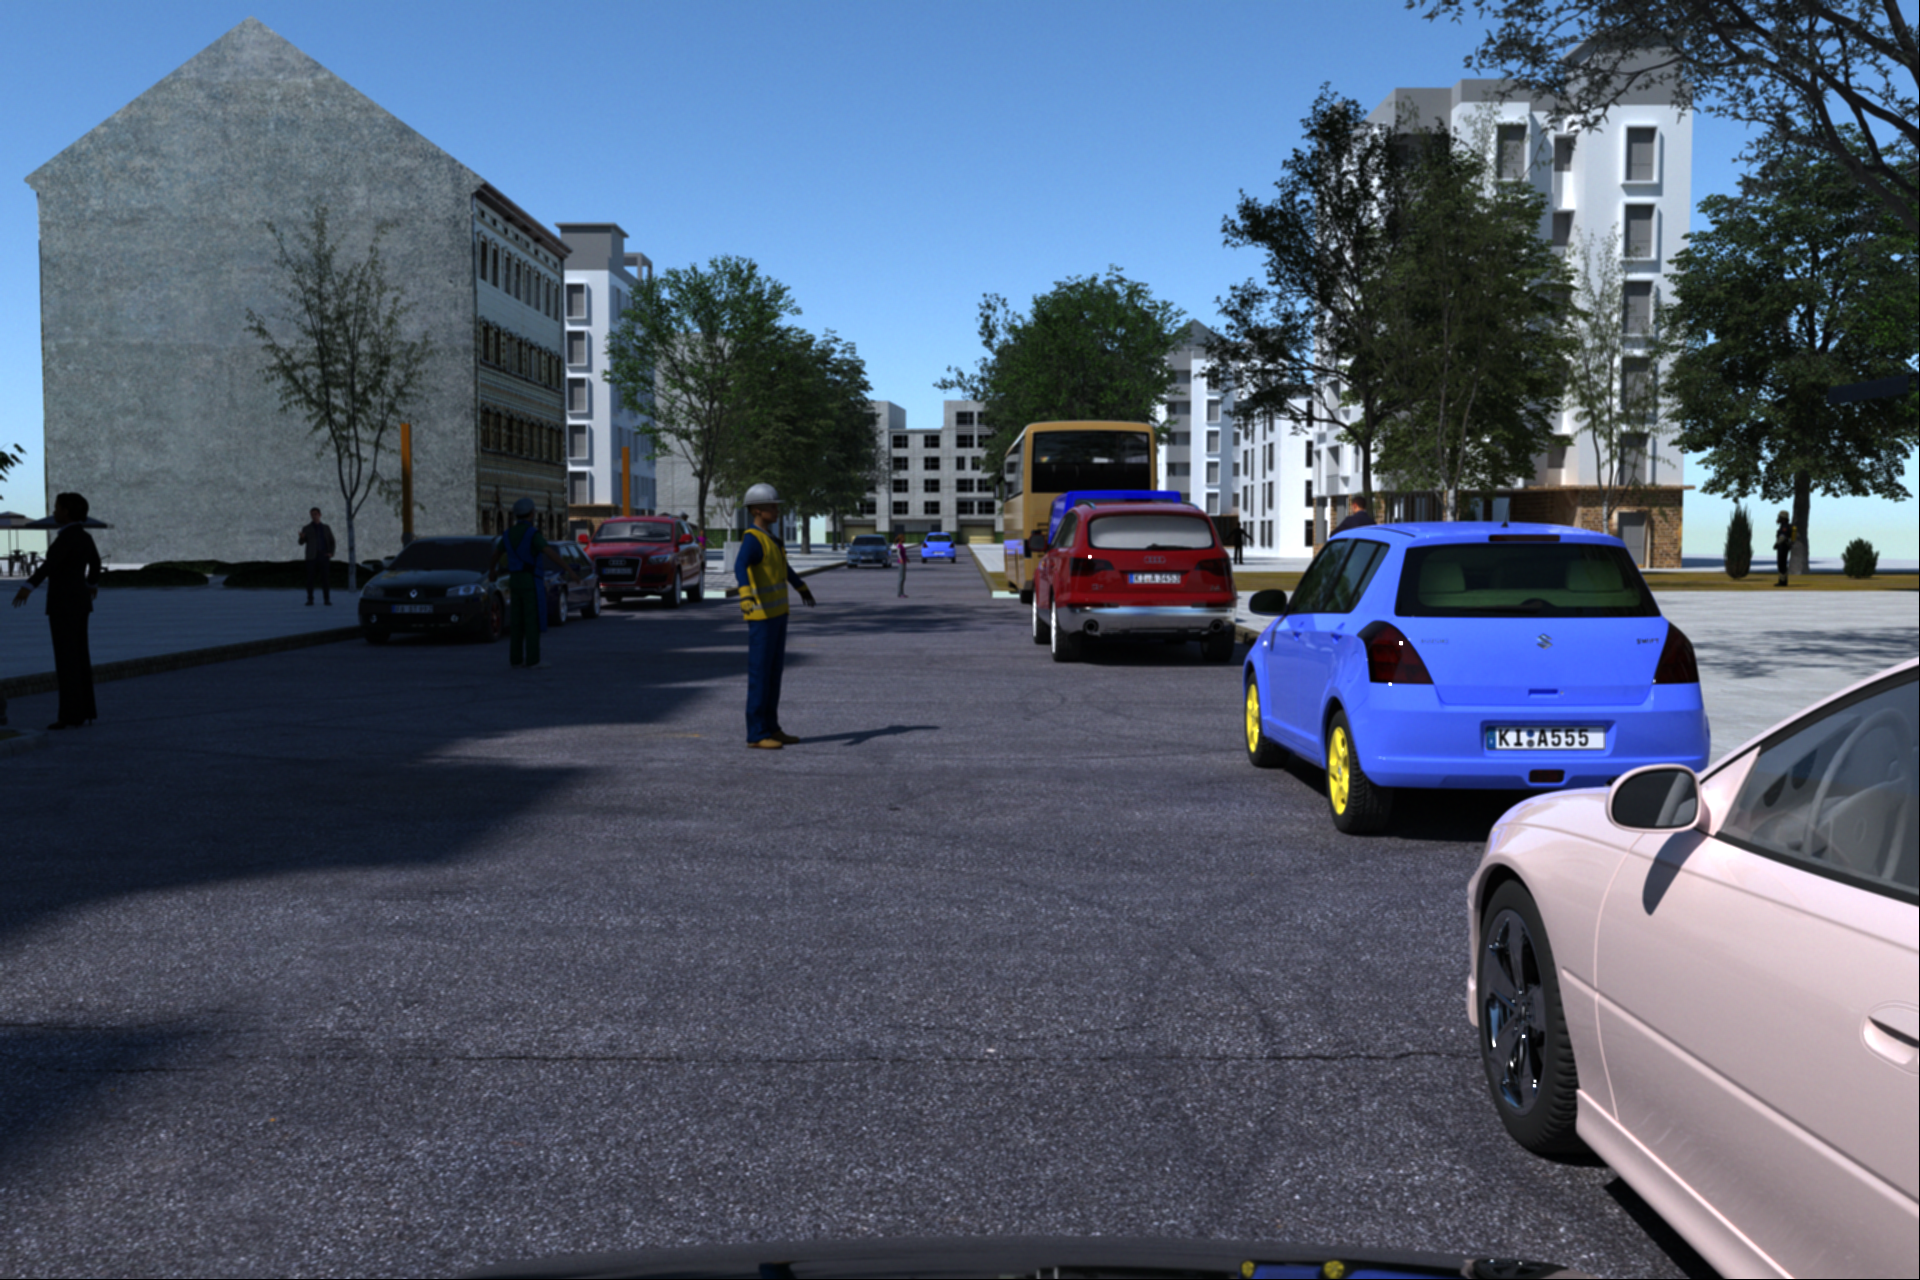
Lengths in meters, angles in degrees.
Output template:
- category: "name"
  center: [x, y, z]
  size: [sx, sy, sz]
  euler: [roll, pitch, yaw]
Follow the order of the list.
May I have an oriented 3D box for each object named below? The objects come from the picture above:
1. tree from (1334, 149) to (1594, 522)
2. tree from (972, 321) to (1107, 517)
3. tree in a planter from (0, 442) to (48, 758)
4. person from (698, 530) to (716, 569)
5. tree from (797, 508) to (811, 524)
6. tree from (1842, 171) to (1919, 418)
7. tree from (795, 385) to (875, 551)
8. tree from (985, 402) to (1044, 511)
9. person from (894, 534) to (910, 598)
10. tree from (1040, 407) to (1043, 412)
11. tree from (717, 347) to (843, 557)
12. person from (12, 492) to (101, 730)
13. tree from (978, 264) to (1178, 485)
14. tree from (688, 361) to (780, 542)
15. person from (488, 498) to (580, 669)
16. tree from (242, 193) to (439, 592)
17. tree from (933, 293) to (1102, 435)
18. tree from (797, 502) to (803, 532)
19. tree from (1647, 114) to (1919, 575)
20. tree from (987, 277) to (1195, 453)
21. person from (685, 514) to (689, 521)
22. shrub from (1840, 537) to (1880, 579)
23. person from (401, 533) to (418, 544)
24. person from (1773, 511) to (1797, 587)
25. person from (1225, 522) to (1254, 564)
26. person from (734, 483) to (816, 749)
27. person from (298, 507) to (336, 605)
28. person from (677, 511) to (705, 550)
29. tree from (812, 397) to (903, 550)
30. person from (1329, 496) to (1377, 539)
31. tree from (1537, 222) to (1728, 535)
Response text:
- category: "tree"
  center: [14.863, -8.179, 51.859]
  size: [7.486, 12.596, 7.792]
  euler: [0, 3, 0]
- category: "tree"
  center: [5.309, -11.976, 102.462]
  size: [9.857, 13.997, 8.962]
  euler: [0, 3, 0]
- category: "tree in a planter"
  center: [-7.133, -0.847, 11.078]
  size: [1.991, 3.239, 1.994]
  euler: [0, 4, 0]
- category: "person"
  center: [-9.338, -3.275, 62.810]
  size: [0.991, 1.433, 0.599]
  euler: [-1, 4, -17]
- category: "tree"
  center: [-20.406, -17.457, 235.781]
  size: [4.360, 8.622, 3.978]
  euler: [0, 3, 0]
- category: "tree"
  center: [25.799, -7.138, 42.458]
  size: [9.928, 11.665, 9.643]
  euler: [0, 3, 0]
- category: "tree"
  center: [-9.822, -13.046, 131.436]
  size: [7.486, 12.596, 7.792]
  euler: [0, 3, 0]
- category: "tree"
  center: [5.285, -12.584, 123.870]
  size: [7.486, 12.596, 7.792]
  euler: [0, 3, 0]
- category: "person"
  center: [-1.256, -1.675, 39.116]
  size: [0.599, 1.433, 0.991]
  euler: [0, 4, 8]
- category: "tree"
  center: [5.077, -8.698, 92.581]
  size: [4.360, 8.622, 3.978]
  euler: [0, 3, 0]
- category: "tree"
  center: [-10.074, -10.427, 96.239]
  size: [9.928, 11.665, 9.643]
  euler: [0, 3, 0]
- category: "person"
  center: [-6.656, -0.222, 12.811]
  size: [0.721, 1.740, 1.216]
  euler: [0, 4, -4]
- category: "tree"
  center: [5.600, -10.770, 82.741]
  size: [9.857, 13.997, 8.962]
  euler: [0, 3, 0]
- category: "tree"
  center: [-9.923, -7.545, 73.722]
  size: [4.360, 8.622, 3.978]
  euler: [0, 3, 0]
- category: "person"
  center: [-4.614, -0.607, 18.507]
  size: [1.347, 1.817, 0.704]
  euler: [2, 4, 33]
- category: "tree"
  center: [-13.428, -5.368, 38.135]
  size: [4.360, 8.622, 3.978]
  euler: [0, 3, 0]
- category: "tree"
  center: [4.416, -17.224, 137.508]
  size: [12.611, 20.169, 13.585]
  euler: [0, 3, 0]
- category: "tree"
  center: [-21.242, -17.141, 230.621]
  size: [4.737, 8.622, 4.395]
  euler: [0, 3, 0]
- category: "tree"
  center: [26.431, -9.016, 54.074]
  size: [9.857, 13.997, 8.962]
  euler: [0, 3, 0]
- category: "tree"
  center: [5.109, -8.759, 68.969]
  size: [9.928, 11.665, 9.643]
  euler: [0, 3, 0]
- category: "person"
  center: [-7.107, -2.351, 44.372]
  size: [0.705, 1.837, 1.347]
  euler: [-1, 4, -11]
- category: "shrub"
  center: [25.740, -2.350, 49.541]
  size: [1.383, 1.207, 1.383]
  euler: [0, 3, 0]
- category: "person"
  center: [-22.225, -3.904, 69.957]
  size: [1.348, 1.813, 0.705]
  euler: [3, 5, 40]
- category: "person"
  center: [20.111, -2.239, 42.385]
  size: [0.705, 1.856, 1.354]
  euler: [2, 4, 31]
- category: "person"
  center: [11.853, -4.122, 73.612]
  size: [1.346, 1.802, 0.704]
  euler: [2, 4, 33]
- category: "person"
  center: [-1.236, -0.168, 11.675]
  size: [0.721, 1.772, 1.216]
  euler: [1, 4, 15]
- category: "person"
  center: [-11.516, -1.495, 31.015]
  size: [0.617, 1.759, 0.750]
  euler: [-1, 4, -17]
- category: "person"
  center: [-6.589, -2.149, 41.103]
  size: [1.349, 1.833, 0.705]
  euler: [3, 4, 38]
- category: "tree"
  center: [-9.811, -14.205, 142.623]
  size: [12.009, 13.543, 11.850]
  euler: [0, 3, 0]
- category: "person"
  center: [4.961, -0.958, 22.160]
  size: [0.683, 1.767, 0.568]
  euler: [-2, 4, -24]
- category: "tree"
  center: [15.417, -5.568, 41.392]
  size: [4.360, 8.622, 3.978]
  euler: [0, 3, 0]
